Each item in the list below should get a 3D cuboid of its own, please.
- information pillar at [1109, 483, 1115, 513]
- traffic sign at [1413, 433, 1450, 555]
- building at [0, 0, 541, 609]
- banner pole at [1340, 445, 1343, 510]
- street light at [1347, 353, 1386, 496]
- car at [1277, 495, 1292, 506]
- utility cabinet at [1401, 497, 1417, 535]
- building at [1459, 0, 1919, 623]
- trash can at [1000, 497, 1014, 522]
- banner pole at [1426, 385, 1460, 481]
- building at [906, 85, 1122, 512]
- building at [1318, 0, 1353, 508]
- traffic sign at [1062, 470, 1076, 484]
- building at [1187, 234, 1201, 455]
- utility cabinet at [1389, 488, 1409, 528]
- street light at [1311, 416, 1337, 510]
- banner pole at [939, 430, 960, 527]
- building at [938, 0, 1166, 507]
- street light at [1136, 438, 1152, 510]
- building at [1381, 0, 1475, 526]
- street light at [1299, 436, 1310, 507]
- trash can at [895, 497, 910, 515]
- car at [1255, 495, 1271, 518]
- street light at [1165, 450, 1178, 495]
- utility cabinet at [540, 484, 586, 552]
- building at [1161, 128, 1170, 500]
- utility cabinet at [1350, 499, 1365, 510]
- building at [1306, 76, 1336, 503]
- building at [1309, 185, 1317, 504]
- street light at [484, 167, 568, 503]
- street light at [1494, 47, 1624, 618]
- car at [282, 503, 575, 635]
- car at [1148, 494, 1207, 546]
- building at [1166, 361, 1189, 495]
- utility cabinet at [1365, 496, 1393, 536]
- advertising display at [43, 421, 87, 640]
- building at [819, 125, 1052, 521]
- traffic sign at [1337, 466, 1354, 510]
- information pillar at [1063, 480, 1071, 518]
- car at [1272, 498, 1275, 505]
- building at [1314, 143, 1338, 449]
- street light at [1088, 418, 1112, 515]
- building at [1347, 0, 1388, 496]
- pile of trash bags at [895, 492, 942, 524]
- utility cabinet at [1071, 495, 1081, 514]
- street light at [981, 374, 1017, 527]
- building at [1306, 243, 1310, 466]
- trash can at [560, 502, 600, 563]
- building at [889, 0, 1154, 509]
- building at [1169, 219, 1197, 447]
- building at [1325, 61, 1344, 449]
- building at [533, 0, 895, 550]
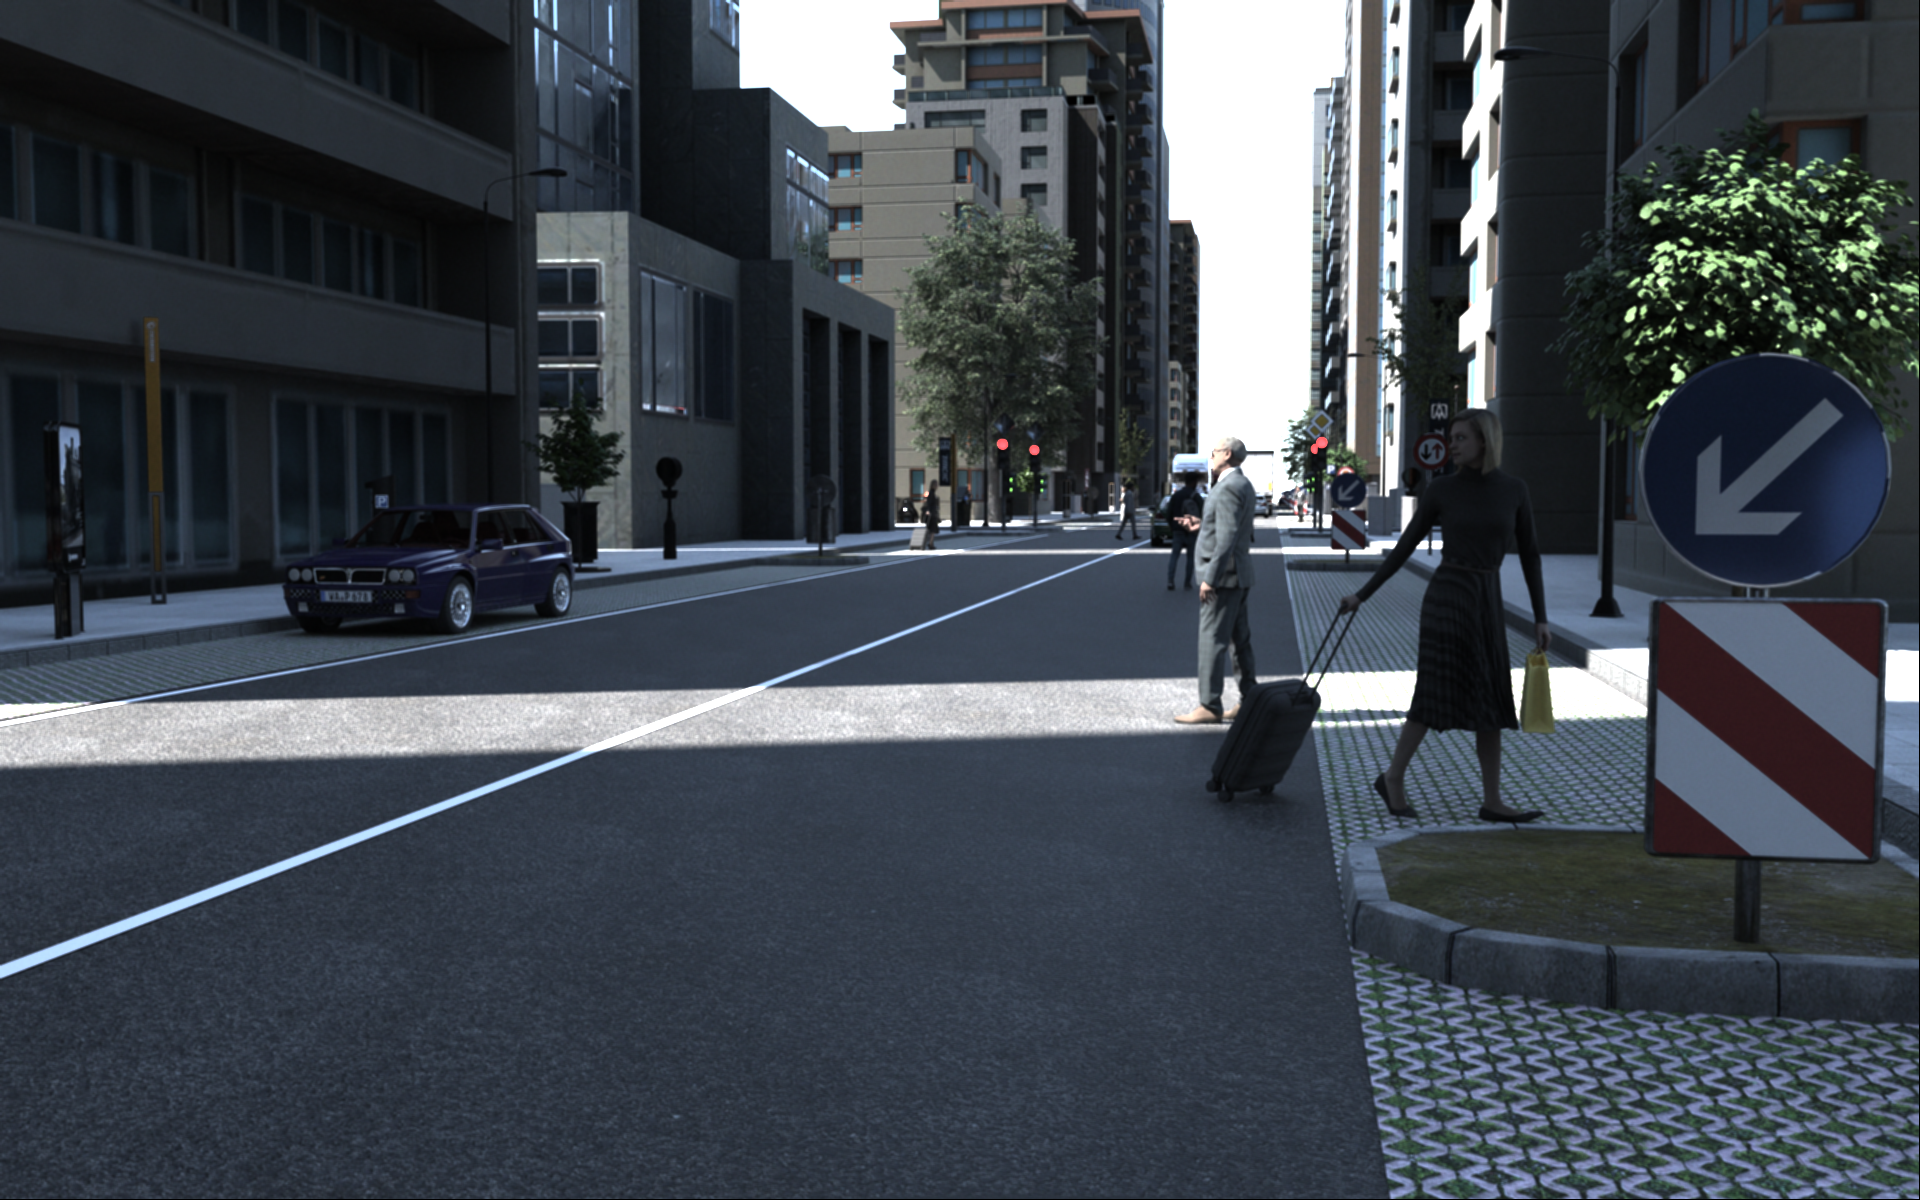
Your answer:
[{"bbox_3d":[10.346,-6.923,117.685,0.304,2.012,0.304,2,4,29],"label":"information pillar"},{"bbox_3d":[9.881,-2.216,36.337,0.768,2.556,0.104,1,4,12],"label":"traffic sign"},{"bbox_3d":[-19.898,-24.321,21.352,21.300,48.544,21.600,1,4,10],"label":"building"},{"bbox_3d":[19.613,-6.060,89.100,0.401,3.779,0.863,1,4,13],"label":"banner pole"},{"bbox_3d":[13.459,-5.177,57.191,1.470,5.913,1.316,1,4,10],"label":"street light"},{"bbox_3d":[36.481,-11.086,193.837,1.945,1.354,3.894,1,4,10],"label":"car"},{"bbox_3d":[11.390,-2.001,43.876,0.306,1.237,1.020,1,4,20],"label":"utility cabinet"},{"bbox_3d":[24.157,-11.223,28.538,27.650,21.520,28.899,1,4,10],"label":"building"},{"bbox_3d":[2.085,-4.116,78.947,0.748,1.137,0.748,0,3,0],"label":"trash can"},{"bbox_3d":[11.196,-3.053,39.934,0.863,3.779,0.401,0,4,2],"label":"banner pole"},{"bbox_3d":[4.170,-21.708,126.627,14.160,30.474,14.107,1,4,10],"label":"building"},{"bbox_3d":[42.849,-43.831,154.893,20.563,71.187,20.611,1,4,10],"label":"building"},{"bbox_3d":[5.802,-5.665,92.733,0.768,2.556,0.104,1,4,20],"label":"traffic sign"},{"bbox_3d":[32.887,-39.096,289.332,14.600,45.320,14.200,1,4,10],"label":"building"},{"bbox_3d":[16.435,-3.440,64.921,0.318,1.500,1.173,3,4,38],"label":"utility cabinet"},{"bbox_3d":[21.327,-7.843,100.777,1.470,5.913,1.316,1,4,10],"label":"street light"},{"bbox_3d":[-0.425,-4.726,67.289,0.863,3.779,0.401,1,4,12],"label":"banner pole"},{"bbox_3d":[10.269,-39.331,185.059,21.231,58.520,28.212,1,4,10],"label":"building"},{"bbox_3d":[15.308,-10.464,143.633,1.470,5.913,1.316,1,4,10],"label":"street light"},{"bbox_3d":[29.718,-27.632,75.483,21.600,48.544,21.300,1,4,10],"label":"building"},{"bbox_3d":[28.175,-10.183,139.028,1.470,5.913,1.316,1,4,10],"label":"street light"},{"bbox_3d":[-2.608,-4.101,78.706,0.748,1.137,0.748,0,3,0],"label":"trash can"},{"bbox_3d":[17.653,-5.631,104.064,2.014,1.417,4.499,1,4,9],"label":"car"},{"bbox_3d":[22.170,-12.804,181.882,1.470,5.913,1.316,1,4,10],"label":"street light"},{"bbox_3d":[-8.643,-1.750,37.295,0.318,1.500,1.173,3,5,44],"label":"utility cabinet"},{"bbox_3d":[17.466,-33.979,205.674,14.600,45.320,14.200,1,4,10],"label":"building"},{"bbox_3d":[18.788,-4.297,81.410,1.020,1.237,0.306,-3,4,-37],"label":"utility cabinet"},{"bbox_3d":[61.025,-43.294,249.849,21.231,58.520,28.212,1,4,10],"label":"building"},{"bbox_3d":[53.671,-33.435,230.251,14.154,41.232,14.086,1,4,10],"label":"building"},{"bbox_3d":[-6.266,-3.201,24.873,1.470,5.913,1.316,1,4,10],"label":"street light"},{"bbox_3d":[6.248,-2.785,18.080,1.470,5.913,1.316,1,4,10],"label":"street light"},{"bbox_3d":[-5.676,-0.387,18.907,1.945,1.354,3.894,1,4,11],"label":"car"},{"bbox_3d":[6.330,-2.253,48.640,2.131,1.459,4.920,1,4,9],"label":"car"},{"bbox_3d":[17.243,-24.263,241.742,27.650,21.520,28.899,1,4,10],"label":"building"},{"bbox_3d":[12.959,-2.585,53.427,0.306,1.237,1.020,-1,4,-17],"label":"utility cabinet"},{"bbox_3d":[-8.074,-0.638,15.650,0.123,1.923,0.974,-1,4,-15],"label":"advertising display"},{"bbox_3d":[-10.359,-15.495,98.381,27.650,21.520,28.899,1,4,10],"label":"building"},{"bbox_3d":[17.610,-4.831,79.092,0.768,2.556,0.104,1,4,12],"label":"traffic sign"},{"bbox_3d":[5.670,-5.356,92.055,0.304,2.012,0.304,-2,4,-32],"label":"information pillar"},{"bbox_3d":[26.893,-8.870,154.057,2.155,1.783,4.494,1,4,11],"label":"car"},{"bbox_3d":[49.517,-31.804,203.596,14.154,41.232,14.086,1,4,10],"label":"building"},{"bbox_3d":[8.573,-8.164,106.020,1.470,5.913,1.316,1,4,10],"label":"street light"},{"bbox_3d":[36.367,-29.278,128.805,14.600,45.320,14.200,1,4,10],"label":"building"},{"bbox_3d":[-1.664,-4.031,75.658,1.912,1.369,3.447,1,4,11],"label":"pile of trash bags"},{"bbox_3d":[7.640,-6.308,114.299,0.306,1.237,1.020,2,4,31],"label":"utility cabinet"},{"bbox_3d":[1.530,-5.798,67.342,1.470,5.913,1.316,1,4,10],"label":"street light"},{"bbox_3d":[67.095,-38.142,278.238,22.147,44.769,28.867,1,4,10],"label":"building"},{"bbox_3d":[-7.077,-1.264,32.319,0.748,1.137,0.748,0,3,0],"label":"trash can"},{"bbox_3d":[5.839,-30.736,157.163,22.147,44.769,28.867,1,4,10],"label":"building"},{"bbox_3d":[25.203,-37.570,268.893,22.147,44.769,28.867,1,4,10],"label":"building"},{"bbox_3d":[49.790,-34.288,180.216,23.786,49.044,30.456,1,4,10],"label":"building"},{"bbox_3d":[-19.506,-45.086,49.820,31.000,86.520,22.319,1,4,10],"label":"building"}]
